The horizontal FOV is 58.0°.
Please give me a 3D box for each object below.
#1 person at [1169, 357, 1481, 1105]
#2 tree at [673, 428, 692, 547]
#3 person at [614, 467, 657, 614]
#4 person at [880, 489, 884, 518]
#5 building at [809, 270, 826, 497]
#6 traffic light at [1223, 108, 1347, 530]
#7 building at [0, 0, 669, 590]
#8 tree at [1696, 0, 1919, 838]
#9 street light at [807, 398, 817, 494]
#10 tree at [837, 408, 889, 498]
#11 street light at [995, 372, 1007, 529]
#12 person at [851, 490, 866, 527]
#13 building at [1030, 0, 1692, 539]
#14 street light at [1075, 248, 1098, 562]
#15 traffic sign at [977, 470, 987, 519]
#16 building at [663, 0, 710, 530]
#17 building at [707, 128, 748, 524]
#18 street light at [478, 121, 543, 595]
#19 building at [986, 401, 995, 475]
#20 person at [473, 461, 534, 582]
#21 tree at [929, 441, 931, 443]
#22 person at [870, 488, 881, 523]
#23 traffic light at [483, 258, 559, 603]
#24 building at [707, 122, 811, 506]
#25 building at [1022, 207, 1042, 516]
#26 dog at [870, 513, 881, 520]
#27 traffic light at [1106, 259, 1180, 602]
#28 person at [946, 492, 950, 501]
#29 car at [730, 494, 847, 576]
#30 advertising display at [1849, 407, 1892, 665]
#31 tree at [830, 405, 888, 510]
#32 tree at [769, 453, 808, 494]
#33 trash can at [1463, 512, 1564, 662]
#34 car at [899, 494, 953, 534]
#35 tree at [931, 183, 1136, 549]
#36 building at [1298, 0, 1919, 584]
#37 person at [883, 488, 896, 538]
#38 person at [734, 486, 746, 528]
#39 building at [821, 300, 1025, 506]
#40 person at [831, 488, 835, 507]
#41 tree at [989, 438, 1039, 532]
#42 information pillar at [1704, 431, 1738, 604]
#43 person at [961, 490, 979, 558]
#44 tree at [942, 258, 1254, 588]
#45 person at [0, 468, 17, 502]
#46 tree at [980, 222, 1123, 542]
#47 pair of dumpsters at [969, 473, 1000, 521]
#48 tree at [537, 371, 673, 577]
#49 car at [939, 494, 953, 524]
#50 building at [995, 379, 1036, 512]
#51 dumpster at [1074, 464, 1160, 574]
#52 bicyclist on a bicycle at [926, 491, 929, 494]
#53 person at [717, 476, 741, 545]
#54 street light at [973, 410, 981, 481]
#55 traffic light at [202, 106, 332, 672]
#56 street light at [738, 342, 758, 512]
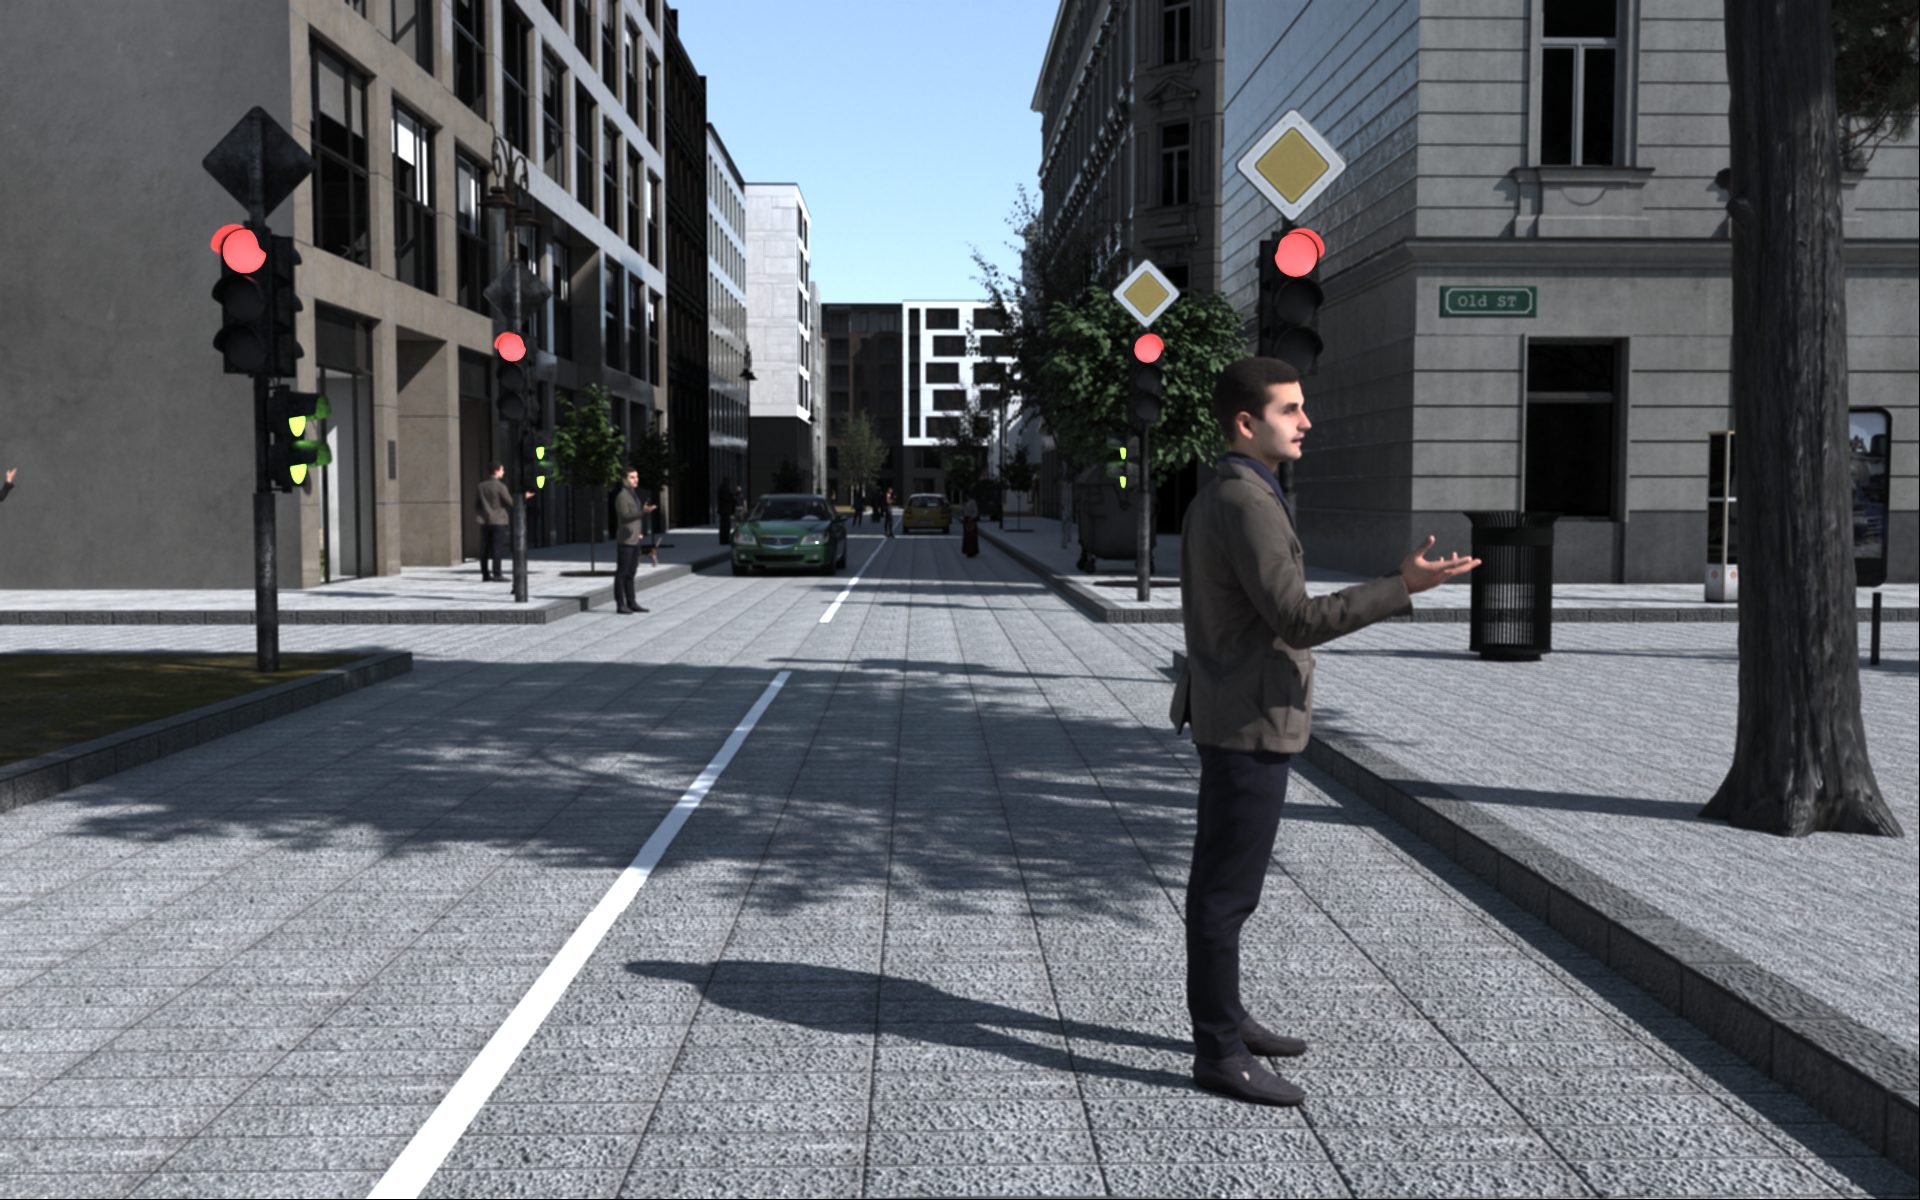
[{"bbox_3d":[0.858,0.296,4.191,0.750,1.759,0.617,1,4,16],"label":"person"},{"bbox_3d":[-7.283,-2.884,41.748,1.663,3.219,1.824,0,3,0],"label":"tree"},{"bbox_3d":[-3.831,-0.719,20.788,0.750,1.759,0.617,1,4,23],"label":"person"},{"bbox_3d":[-4.871,-5.919,106.078,0.445,1.727,0.742,-1,4,-16],"label":"person"},{"bbox_3d":[-20.370,-16.963,143.797,16.747,18.905,31.486,0,4,-1],"label":"building"},{"bbox_3d":[2.364,-1.430,12.621,0.839,4.213,0.868,0,4,-1],"label":"traffic light"},{"bbox_3d":[-18.813,-14.351,39.161,19.350,26.468,34.151,0,4,-1],"label":"building"},{"bbox_3d":[3.100,-6.066,6.607,7.806,13.903,7.818,0,3,0],"label":"tree"},{"bbox_3d":[-7.150,-6.778,83.602,0.468,5.910,1.993,0,4,-1],"label":"street light"},{"bbox_3d":[-8.836,-12.144,148.917,4.737,8.622,4.395,0,3,0],"label":"tree"},{"bbox_3d":[1.523,-5.570,63.855,0.468,5.910,1.993,0,4,-1],"label":"street light"},{"bbox_3d":[-4.387,-3.959,74.940,0.593,1.614,0.444,1,4,12],"label":"person"},{"bbox_3d":[12.886,-18.195,73.904,17.030,29.872,44.131,0,4,-1],"label":"building"},{"bbox_3d":[2.369,-3.666,32.732,0.468,5.910,1.993,0,4,-1],"label":"street light"},{"bbox_3d":[1.253,-5.526,90.359,0.884,2.594,0.081,0,4,4],"label":"traffic sign"},{"bbox_3d":[-16.494,-14.348,64.262,12.332,23.373,15.834,0,4,-1],"label":"building"},{"bbox_3d":[-16.014,-13.849,81.190,10.420,20.320,16.860,0,4,-1],"label":"building"},{"bbox_3d":[-5.673,-3.011,22.023,0.468,5.910,1.993,0,4,-1],"label":"street light"},{"bbox_3d":[7.444,-13.055,155.595,9.099,9.664,28.070,0,4,-1],"label":"building"},{"bbox_3d":[-6.699,-1.155,25.453,0.617,1.759,0.750,3,5,44],"label":"person"},{"bbox_3d":[0.738,-9.410,104.213,4.360,8.622,3.978,0,3,0],"label":"tree"},{"bbox_3d":[-4.267,-4.761,86.892,0.434,1.755,0.990,2,4,32],"label":"person"},{"bbox_3d":[-5.184,-1.906,20.414,0.839,4.213,0.868,0,4,-1],"label":"traffic light"},{"bbox_3d":[-24.580,-16.368,111.599,27.936,21.610,32.646,0,4,-1],"label":"building"},{"bbox_3d":[11.931,-15.315,106.812,16.016,20.091,11.380,0,4,-1],"label":"building"},{"bbox_3d":[-4.598,-4.517,94.044,0.748,0.427,0.550,1,4,22],"label":"dog"},{"bbox_3d":[2.175,-1.918,20.604,0.839,4.213,0.868,0,4,-1],"label":"traffic light"},{"bbox_3d":[-0.807,-5.068,93.740,0.546,1.535,0.453,-2,4,-30],"label":"person"},{"bbox_3d":[-3.102,-1.233,31.963,2.131,1.459,4.920,0,3,0],"label":"car"},{"bbox_3d":[6.477,-0.483,13.115,0.974,1.923,0.123,1,4,23],"label":"advertising display"},{"bbox_3d":[-8.734,-11.811,143.466,4.360,8.622,3.978,0,3,0],"label":"tree"},{"bbox_3d":[-8.226,-5.313,81.476,1.663,3.219,1.824,0,3,0],"label":"tree"},{"bbox_3d":[4.281,-0.110,13.445,0.748,1.137,0.748,0,3,0],"label":"trash can"},{"bbox_3d":[-1.250,-3.257,63.480,2.015,1.641,3.980,0,4,-1],"label":"car"},{"bbox_3d":[2.265,-5.506,40.380,4.360,8.622,3.978,0,3,0],"label":"tree"},{"bbox_3d":[27.638,-15.635,32.041,44.131,29.872,17.030,0,4,-1],"label":"building"},{"bbox_3d":[-2.284,-2.881,57.079,0.593,1.643,0.415,3,4,38],"label":"person"},{"bbox_3d":[-7.923,-3.251,61.397,0.569,1.553,0.471,1,4,22],"label":"person"},{"bbox_3d":[-8.527,-21.539,196.130,32.646,21.610,27.936,0,4,-1],"label":"building"},{"bbox_3d":[-10.802,-8.614,146.973,0.705,1.812,1.348,0,4,0],"label":"person"},{"bbox_3d":[2.038,-3.953,59.232,1.663,3.219,1.824,0,3,0],"label":"tree"},{"bbox_3d":[9.012,-0.972,20.390,0.304,2.012,0.304,-1,4,-21],"label":"information pillar"},{"bbox_3d":[0.239,-1.725,39.172,0.387,1.526,0.523,-2,4,-29],"label":"person"},{"bbox_3d":[2.549,-2.477,24.221,4.285,4.588,4.351,0,3,0],"label":"tree"},{"bbox_3d":[-11.821,-0.865,20.994,0.742,1.727,0.445,-2,4,-25],"label":"person"},{"bbox_3d":[2.695,-5.855,46.091,4.737,8.622,4.395,0,3,0],"label":"tree"},{"bbox_3d":[1.219,-4.931,83.121,1.574,2.255,4.436,0,4,-1],"label":"pair of dumpsters"},{"bbox_3d":[-5.775,-2.002,27.332,1.663,3.219,1.824,0,3,0],"label":"tree"},{"bbox_3d":[-1.371,-4.503,85.420,2.131,1.459,4.920,0,4,-3],"label":"car"},{"bbox_3d":[7.905,-11.290,126.730,9.099,9.664,28.070,0,4,-1],"label":"building"},{"bbox_3d":[2.572,-1.382,28.348,1.264,1.857,1.865,0,4,-1],"label":"dumpster"},{"bbox_3d":[-1.899,-5.515,100.190,1.499,1.676,1.625,0,4,-3],"label":"bicyclist on a bicycle"},{"bbox_3d":[-5.867,-2.271,43.853,0.600,1.739,0.565,-1,4,-22],"label":"person"},{"bbox_3d":[0.906,-7.466,94.854,0.468,5.910,1.993,0,4,-1],"label":"street light"},{"bbox_3d":[-4.995,-1.418,12.431,0.839,4.213,0.868,0,4,-1],"label":"traffic light"},{"bbox_3d":[-6.446,-4.894,52.812,0.468,5.910,1.993,0,4,-1],"label":"street light"}]
